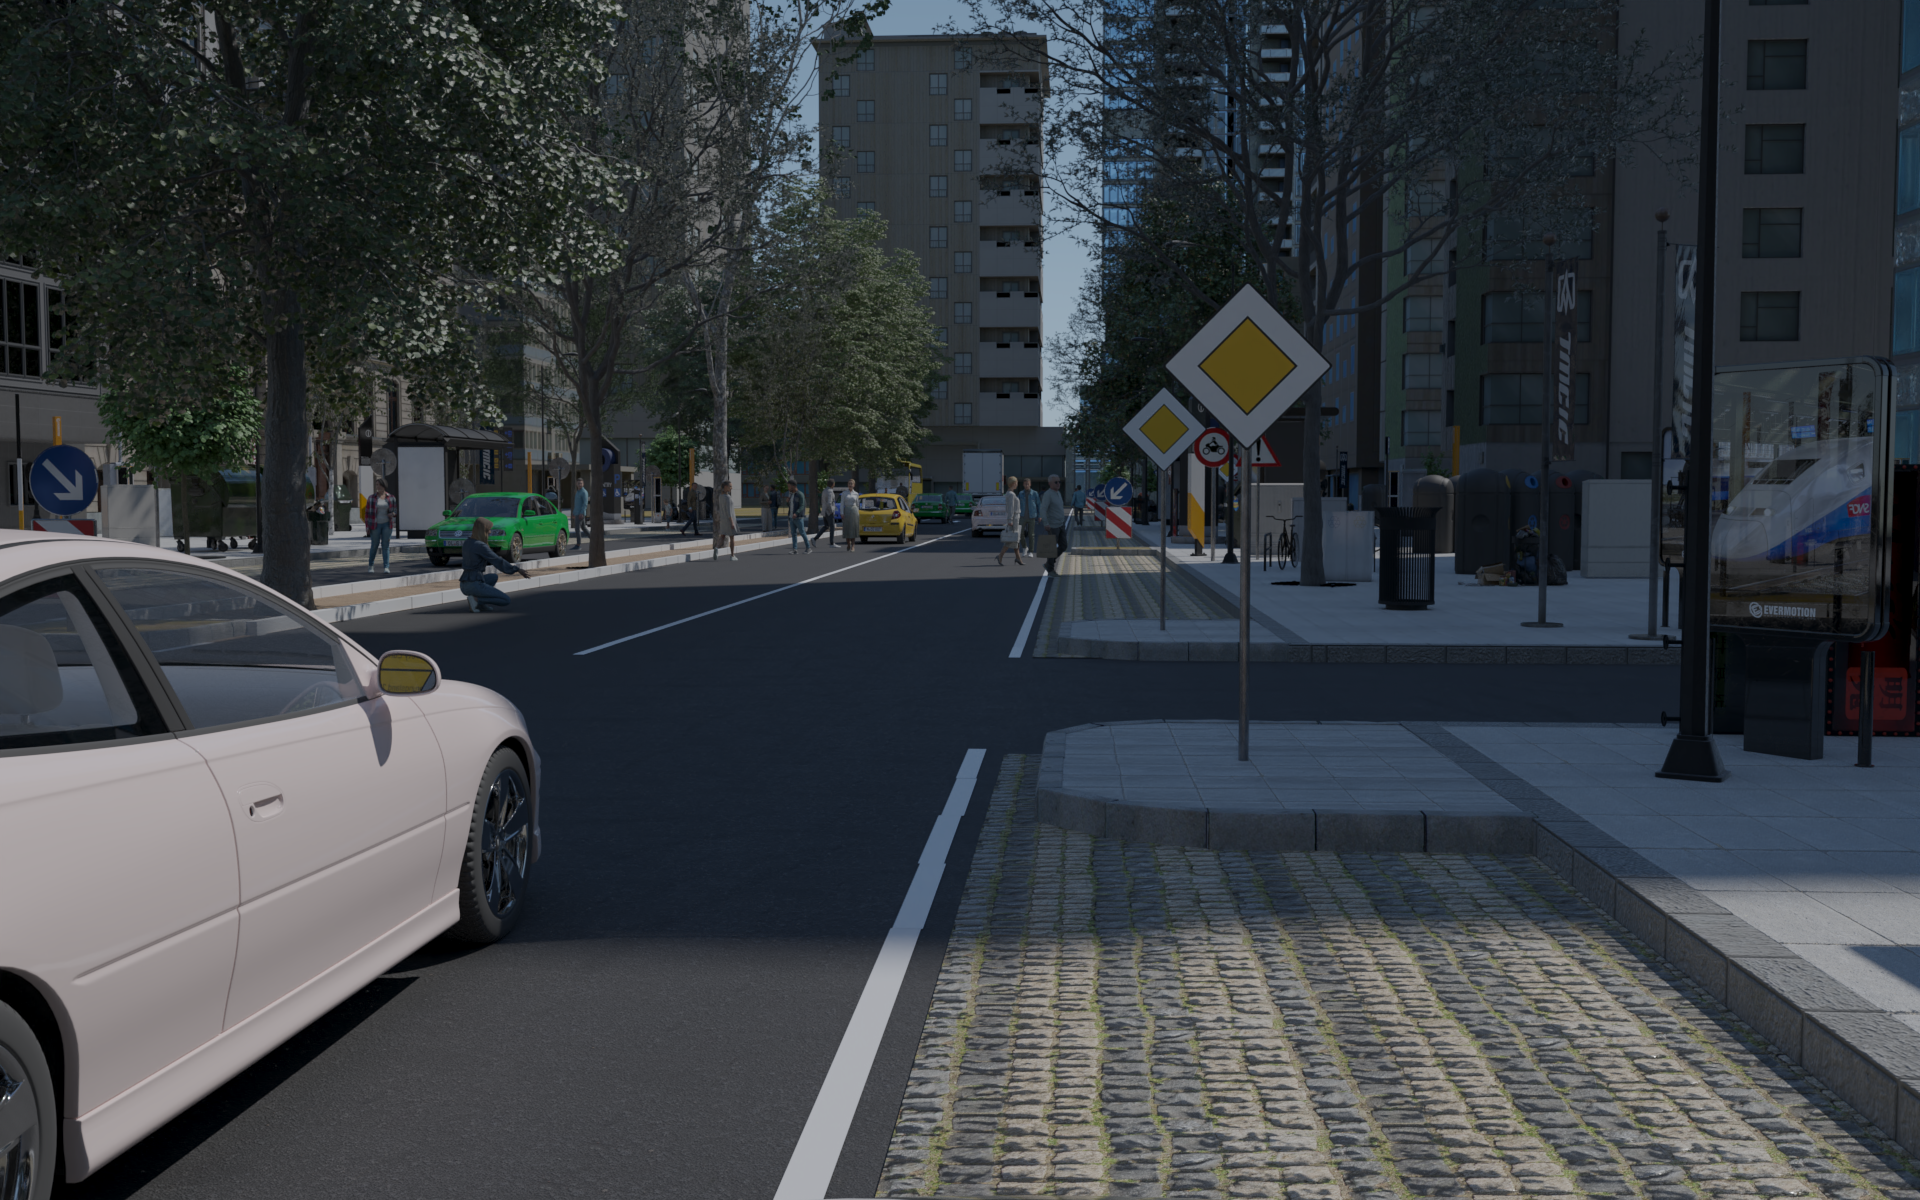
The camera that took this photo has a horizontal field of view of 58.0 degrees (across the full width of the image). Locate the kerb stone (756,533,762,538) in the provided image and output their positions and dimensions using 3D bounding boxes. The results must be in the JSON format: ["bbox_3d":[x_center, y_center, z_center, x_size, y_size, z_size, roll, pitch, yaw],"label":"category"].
[{"bbox_3d":[-6.636,-2.067,55.988,0.120,0.150,1.000,0,4,4],"label":"kerb stone"}]

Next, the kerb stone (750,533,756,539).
[{"bbox_3d":[-6.705,-2.004,54.968,0.120,0.150,1.000,0,4,4],"label":"kerb stone"}]

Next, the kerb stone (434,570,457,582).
[{"bbox_3d":[-8.523,-0.378,28.381,0.120,0.150,1.000,0,4,4],"label":"kerb stone"}]

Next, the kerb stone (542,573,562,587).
[{"bbox_3d":[-6.495,-0.305,27.181,0.120,0.150,1.000,0,4,4],"label":"kerb stone"}]

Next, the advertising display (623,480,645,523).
[{"bbox_3d":[-14.630,-4.439,77.798,0.974,1.923,0.123,0,4,2],"label":"advertising display"}]

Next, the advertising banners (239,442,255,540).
[{"bbox_3d":[-20.282,-3.253,49.381,0.090,3.025,2.074,-1,4,-8],"label":"advertising banners"}]

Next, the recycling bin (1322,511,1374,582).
[{"bbox_3d":[5.748,-0.801,25.647,0.722,1.027,0.722,1,4,16],"label":"recycling bin"}]

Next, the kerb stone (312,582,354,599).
[{"bbox_3d":[-8.798,-0.128,24.288,0.120,0.150,1.000,0,4,4],"label":"kerb stone"}]

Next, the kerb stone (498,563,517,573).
[{"bbox_3d":[-8.311,-0.566,31.455,0.120,0.150,1.000,0,4,4],"label":"kerb stone"}]

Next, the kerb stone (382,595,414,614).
[{"bbox_3d":[-6.918,0.074,21.051,0.120,0.150,1.000,0,4,4],"label":"kerb stone"}]

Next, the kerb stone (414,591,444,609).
[{"bbox_3d":[-6.846,0.008,22.071,0.120,0.150,1.000,0,4,4],"label":"kerb stone"}]

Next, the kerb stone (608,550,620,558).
[{"bbox_3d":[-7.820,-1.004,38.617,0.120,0.150,1.000,0,4,4],"label":"kerb stone"}]

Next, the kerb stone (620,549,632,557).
[{"bbox_3d":[-7.756,-1.067,39.637,0.120,0.150,1.000,0,4,4],"label":"kerb stone"}]

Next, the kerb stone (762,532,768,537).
[{"bbox_3d":[-6.564,-2.130,57.013,0.120,0.150,1.000,0,4,4],"label":"kerb stone"}]

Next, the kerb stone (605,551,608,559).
[{"bbox_3d":[-7.900,-0.942,37.598,0.120,0.150,1.000,0,4,4],"label":"kerb stone"}]

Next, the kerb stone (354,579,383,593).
[{"bbox_3d":[-8.729,-0.191,25.311,0.120,0.150,1.000,0,4,4],"label":"kerb stone"}]

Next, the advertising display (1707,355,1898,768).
[{"bbox_3d":[4.047,-0.199,8.463,0.123,1.923,0.974,-2,4,-30],"label":"advertising display"}]

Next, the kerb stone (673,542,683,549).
[{"bbox_3d":[-7.405,-1.380,44.750,0.120,0.150,1.000,0,4,4],"label":"kerb stone"}]

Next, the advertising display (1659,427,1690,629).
[{"bbox_3d":[6.932,-0.676,16.260,0.123,1.923,0.974,-1,4,-17],"label":"advertising display"}]

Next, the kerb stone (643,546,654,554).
[{"bbox_3d":[-7.608,-1.191,41.686,0.120,0.150,1.000,0,4,4],"label":"kerb stone"}]

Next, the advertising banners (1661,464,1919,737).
[{"bbox_3d":[4.798,-0.789,9.085,2.074,3.025,0.090,0,4,6],"label":"advertising banners"}]

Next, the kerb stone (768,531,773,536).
[{"bbox_3d":[-6.496,-2.192,58.034,0.120,0.150,1.000,0,4,4],"label":"kerb stone"}]

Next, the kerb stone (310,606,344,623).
[{"bbox_3d":[-7.059,0.195,19.004,0.120,0.150,1.000,0,4,4],"label":"kerb stone"}]

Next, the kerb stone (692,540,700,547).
[{"bbox_3d":[-7.271,-1.499,46.806,0.120,0.150,1.000,0,4,4],"label":"kerb stone"}]

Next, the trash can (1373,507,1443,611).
[{"bbox_3d":[4.974,-0.466,19.265,0.748,1.137,0.748,0,3,0],"label":"trash can"}]

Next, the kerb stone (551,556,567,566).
[{"bbox_3d":[-8.096,-0.754,34.528,0.120,0.150,1.000,0,4,4],"label":"kerb stone"}]

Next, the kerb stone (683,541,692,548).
[{"bbox_3d":[-7.332,-1.438,45.775,0.120,0.150,1.000,0,4,4],"label":"kerb stone"}]

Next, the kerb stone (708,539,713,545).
[{"bbox_3d":[-7.128,-1.626,48.846,0.120,0.150,1.000,0,4,4],"label":"kerb stone"}]

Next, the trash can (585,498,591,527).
[{"bbox_3d":[-14.239,-3.395,67.167,0.748,1.137,0.748,0,3,0],"label":"trash can"}]

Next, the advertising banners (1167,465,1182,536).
[{"bbox_3d":[6.110,-3.233,49.046,0.090,3.025,2.074,0,4,-6],"label":"advertising banners"}]

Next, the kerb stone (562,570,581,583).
[{"bbox_3d":[-6.424,-0.368,28.204,0.120,0.150,1.000,0,4,4],"label":"kerb stone"}]

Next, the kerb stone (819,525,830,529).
[{"bbox_3d":[-5.590,-3.003,71.316,0.120,0.150,1.000,0,4,4],"label":"kerb stone"}]

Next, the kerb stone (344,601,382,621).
[{"bbox_3d":[-6.977,0.133,20.024,0.120,0.150,1.000,0,4,4],"label":"kerb stone"}]

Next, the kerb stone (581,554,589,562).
[{"bbox_3d":[-7.964,-0.879,36.571,0.120,0.150,1.000,0,4,4],"label":"kerb stone"}]

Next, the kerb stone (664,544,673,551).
[{"bbox_3d":[-7.475,-1.315,43.728,0.120,0.150,1.000,0,4,4],"label":"kerb stone"}]

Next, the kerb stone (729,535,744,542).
[{"bbox_3d":[-6.847,-1.880,52.929,0.120,0.150,1.000,0,4,4],"label":"kerb stone"}]

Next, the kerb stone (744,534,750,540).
[{"bbox_3d":[-6.780,-1.942,53.949,0.120,0.150,1.000,0,4,4],"label":"kerb stone"}]

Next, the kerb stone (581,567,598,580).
[{"bbox_3d":[-6.354,-0.430,29.232,0.120,0.150,1.000,0,4,4],"label":"kerb stone"}]

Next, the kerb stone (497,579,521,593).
[{"bbox_3d":[-6.633,-0.179,25.140,0.120,0.150,1.000,0,4,4],"label":"kerb stone"}]

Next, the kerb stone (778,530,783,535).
[{"bbox_3d":[-6.360,-2.315,60.083,0.120,0.150,1.000,0,4,4],"label":"kerb stone"}]

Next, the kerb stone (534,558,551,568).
[{"bbox_3d":[-8.172,-0.691,33.500,0.120,0.150,1.000,0,4,4],"label":"kerb stone"}]

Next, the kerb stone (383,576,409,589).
[{"bbox_3d":[-8.665,-0.248,26.333,0.120,0.150,1.000,0,4,4],"label":"kerb stone"}]

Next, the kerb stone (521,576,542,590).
[{"bbox_3d":[-6.568,-0.240,26.162,0.120,0.150,1.000,0,4,4],"label":"kerb stone"}]

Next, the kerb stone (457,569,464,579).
[{"bbox_3d":[-8.447,-0.441,29.405,0.120,0.150,1.000,0,4,4],"label":"kerb stone"}]

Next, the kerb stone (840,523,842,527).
[{"bbox_3d":[-5.310,-3.253,75.414,0.120,0.150,1.000,0,4,4],"label":"kerb stone"}]

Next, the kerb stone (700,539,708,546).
[{"bbox_3d":[-7.195,-1.567,47.825,0.120,0.150,1.000,0,4,4],"label":"kerb stone"}]

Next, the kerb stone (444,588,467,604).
[{"bbox_3d":[-6.774,-0.055,23.096,0.120,0.150,1.000,0,4,4],"label":"kerb stone"}]

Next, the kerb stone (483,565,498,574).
[{"bbox_3d":[-8.381,-0.504,30.429,0.120,0.150,1.000,0,4,4],"label":"kerb stone"}]

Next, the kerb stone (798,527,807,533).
[{"bbox_3d":[-6.010,-2.629,65.187,0.120,0.150,1.000,0,4,4],"label":"kerb stone"}]

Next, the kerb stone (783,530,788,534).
[{"bbox_3d":[-6.290,-2.378,61.103,0.120,0.150,1.000,0,4,4],"label":"kerb stone"}]

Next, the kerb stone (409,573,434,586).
[{"bbox_3d":[-8.589,-0.316,27.354,0.120,0.150,1.000,0,4,4],"label":"kerb stone"}]

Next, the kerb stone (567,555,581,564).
[{"bbox_3d":[-8.036,-0.816,35.548,0.120,0.150,1.000,0,4,4],"label":"kerb stone"}]

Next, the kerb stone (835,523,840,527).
[{"bbox_3d":[-5.377,-3.193,74.394,0.120,0.150,1.000,0,4,4],"label":"kerb stone"}]

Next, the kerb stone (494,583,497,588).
[{"bbox_3d":[-6.712,-0.116,24.116,0.120,0.150,1.000,0,4,4],"label":"kerb stone"}]

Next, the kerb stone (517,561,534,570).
[{"bbox_3d":[-8.248,-0.620,32.476,0.120,0.150,1.000,0,4,4],"label":"kerb stone"}]

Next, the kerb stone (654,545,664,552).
[{"bbox_3d":[-7.547,-1.255,42.707,0.120,0.150,1.000,0,4,4],"label":"kerb stone"}]

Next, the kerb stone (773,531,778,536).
[{"bbox_3d":[-6.422,-2.255,59.062,0.120,0.150,1.000,0,4,4],"label":"kerb stone"}]

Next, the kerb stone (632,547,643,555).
[{"bbox_3d":[-7.679,-1.129,40.657,0.120,0.150,1.000,0,4,4],"label":"kerb stone"}]

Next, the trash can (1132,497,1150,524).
[{"bbox_3d":[7.637,-3.764,73.202,0.748,1.137,0.748,0,3,0],"label":"trash can"}]
